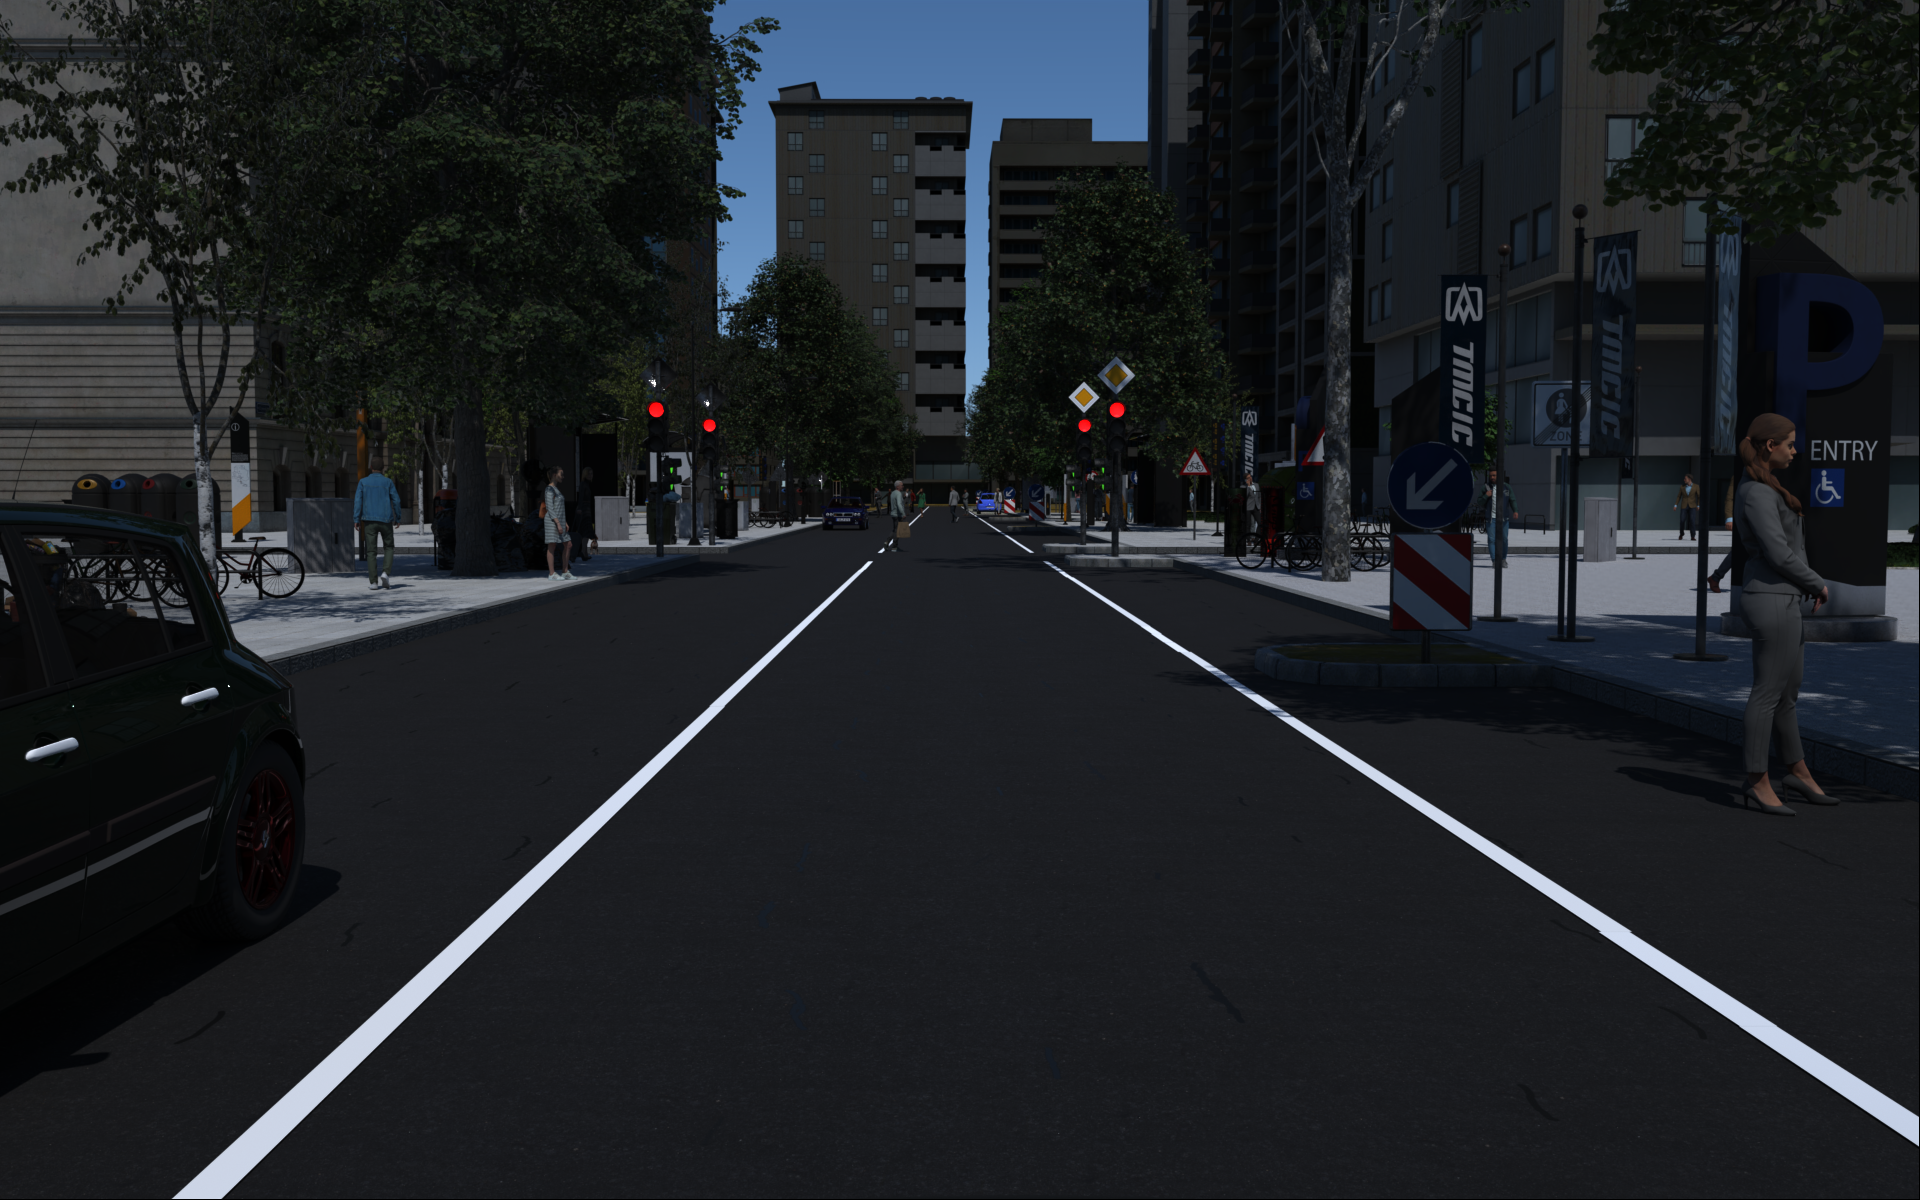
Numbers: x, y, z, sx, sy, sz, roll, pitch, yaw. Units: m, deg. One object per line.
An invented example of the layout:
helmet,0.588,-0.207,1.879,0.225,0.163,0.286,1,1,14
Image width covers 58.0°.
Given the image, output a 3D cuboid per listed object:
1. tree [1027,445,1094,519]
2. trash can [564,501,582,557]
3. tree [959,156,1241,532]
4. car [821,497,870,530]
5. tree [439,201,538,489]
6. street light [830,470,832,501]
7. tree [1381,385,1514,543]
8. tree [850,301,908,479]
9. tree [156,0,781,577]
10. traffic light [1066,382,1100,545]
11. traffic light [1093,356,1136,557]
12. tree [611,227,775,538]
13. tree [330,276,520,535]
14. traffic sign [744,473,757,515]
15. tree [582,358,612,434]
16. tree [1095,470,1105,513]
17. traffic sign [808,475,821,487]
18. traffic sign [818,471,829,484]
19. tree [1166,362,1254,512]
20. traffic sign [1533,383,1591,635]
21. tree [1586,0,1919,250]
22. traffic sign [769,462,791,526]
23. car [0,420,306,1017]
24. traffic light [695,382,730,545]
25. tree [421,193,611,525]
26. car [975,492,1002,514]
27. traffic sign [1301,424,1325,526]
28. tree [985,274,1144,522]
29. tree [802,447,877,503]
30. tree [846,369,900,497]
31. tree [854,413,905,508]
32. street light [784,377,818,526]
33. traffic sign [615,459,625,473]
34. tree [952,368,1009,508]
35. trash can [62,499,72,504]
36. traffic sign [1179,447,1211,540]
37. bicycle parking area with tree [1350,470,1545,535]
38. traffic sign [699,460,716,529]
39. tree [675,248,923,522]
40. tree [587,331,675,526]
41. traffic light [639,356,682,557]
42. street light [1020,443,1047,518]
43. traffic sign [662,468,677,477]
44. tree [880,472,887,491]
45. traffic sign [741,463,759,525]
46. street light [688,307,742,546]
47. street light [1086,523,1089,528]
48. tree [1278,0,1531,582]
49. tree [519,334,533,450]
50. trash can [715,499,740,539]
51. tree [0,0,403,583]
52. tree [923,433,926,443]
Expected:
tree,5.137,-6.419,88.661,4.285,4.588,4.351,0,3,0
trash can,-7.974,-1.452,35.392,0.748,1.137,0.748,0,3,0
tree,5.248,-8.690,59.092,9.611,12.733,9.660,0,3,0
car,-4.592,-3.494,69.713,1.945,1.354,3.894,0,4,0
tree,-13.165,-5.737,44.168,4.360,8.622,3.978,0,3,0
street light,-6.537,-7.471,94.691,1.470,5.913,1.316,0,4,-1
tree,12.731,-3.767,45.309,4.285,4.588,4.351,0,3,0
tree,-8.308,-12.667,113.760,9.857,13.997,8.962,0,3,0
tree,-7.627,-7.344,26.722,9.857,13.997,8.962,0,3,0
traffic light,3.074,-3.328,43.333,0.839,4.253,0.868,0,4,-1
traffic light,3.156,-2.840,35.349,0.839,4.253,0.868,0,4,-1
tree,-7.135,-5.881,46.522,4.360,8.622,3.978,0,3,0
tree,-16.941,-6.306,53.471,4.737,8.622,4.395,0,3,0
traffic sign,-11.236,-5.667,92.765,0.768,2.556,0.104,0,4,0
tree,-18.300,-7.769,77.389,4.360,8.622,3.978,0,3,0
tree,9.573,-7.519,117.534,1.663,3.219,1.824,0,3,0
traffic sign,-8.193,-5.924,96.869,0.884,2.594,0.081,1,4,9
traffic sign,-7.825,-5.998,97.808,0.795,2.593,0.064,0,4,4
tree,14.170,-8.870,95.386,4.737,8.622,4.395,0,3,0
traffic sign,5.481,-0.832,15.736,0.606,2.300,0.079,0,4,6
tree,5.594,-5.488,7.851,7.486,12.596,7.792,0,3,0
traffic sign,-7.297,-4.286,70.082,0.884,2.594,0.081,0,4,3
car,-3.103,0.340,4.221,2.009,1.686,4.222,0,4,1
traffic light,-6.187,-3.321,43.222,0.839,4.253,0.868,0,4,-1
tree,-15.452,-8.239,60.470,9.928,11.665,9.643,0,3,0
car,2.056,-6.965,123.468,1.945,1.707,3.694,0,4,-1
traffic sign,6.759,-1.965,32.138,0.884,2.594,0.081,0,4,0
tree,5.018,-9.433,79.979,9.928,11.665,9.643,0,3,0
tree,-7.495,-7.172,100.968,4.285,4.588,4.351,0,3,0
tree,-8.272,-12.347,127.624,9.928,11.665,9.643,0,3,0
tree,-8.571,-14.021,163.654,7.601,10.594,8.767,1,4,17
street light,-6.328,-5.887,68.789,1.470,5.913,1.316,0,4,-1
traffic sign,-11.209,-3.436,55.908,0.795,2.593,0.064,0,4,2
tree,4.337,-15.242,159.577,12.009,13.543,11.850,0,3,0
trash can,-23.377,-2.093,45.876,0.748,1.137,0.748,0,3,0
traffic sign,6.512,-2.938,48.040,0.884,2.594,0.081,0,4,2
bicycle parking area with tree,15.001,-4.335,57.881,8.231,4.147,9.016,1,4,12
traffic sign,-9.182,-3.862,63.144,0.884,2.594,0.081,1,4,9
tree,-8.022,-10.031,81.010,9.611,12.733,9.660,0,3,0
tree,-13.245,-7.244,68.800,4.737,8.622,4.395,0,3,0
traffic light,-6.105,-2.833,35.238,0.839,4.253,0.868,0,4,-1
street light,3.934,-7.333,92.431,1.470,5.913,1.316,0,4,-1
traffic sign,-8.933,-3.104,52.878,0.606,2.300,0.079,0,4,5
tree,-9.208,-12.405,186.537,4.285,4.588,4.351,0,3,0
traffic sign,-8.757,-4.390,71.775,0.884,2.594,0.081,0,4,0
street light,-6.096,-4.316,43.114,1.470,5.913,1.316,0,4,-1
street light,4.196,-5.709,65.877,1.470,5.913,1.316,0,4,-1
tree,6.833,-10.292,24.171,12.611,20.169,13.585,0,3,0
tree,-18.748,-7.443,72.049,4.737,8.622,4.395,0,3,0
trash can,-6.650,-2.312,49.454,0.748,1.137,0.748,0,3,0
tree,-7.165,-4.027,16.204,4.360,8.622,3.978,0,3,0
tree,-8.295,-15.855,176.242,9.611,12.733,9.660,0,3,0
